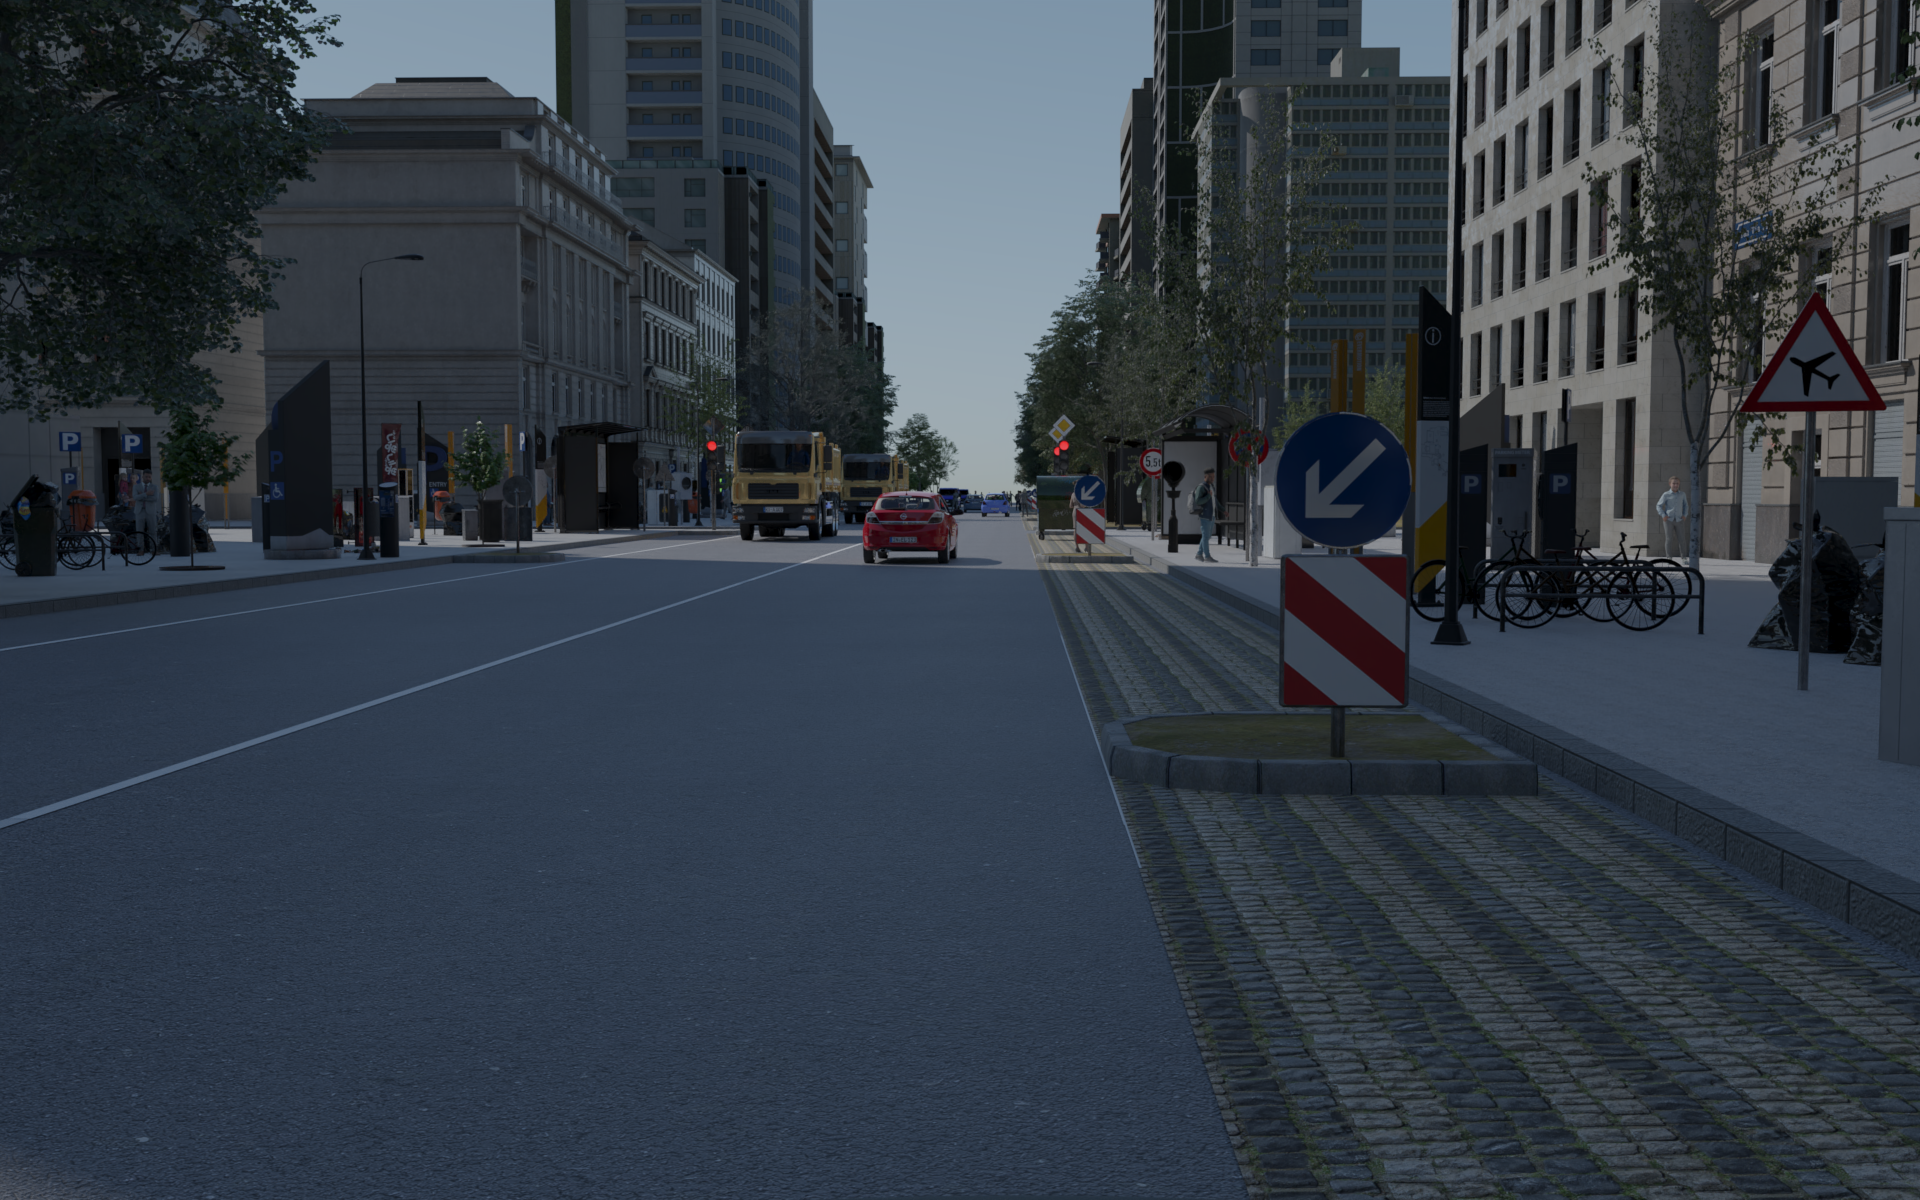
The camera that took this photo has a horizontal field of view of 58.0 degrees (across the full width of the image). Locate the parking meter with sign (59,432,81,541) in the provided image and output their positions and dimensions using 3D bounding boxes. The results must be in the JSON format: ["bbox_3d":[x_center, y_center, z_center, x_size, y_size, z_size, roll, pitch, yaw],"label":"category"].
[{"bbox_3d":[-24.592,-3.154,47.832,0.543,3.016,1.738,-2,4,-24],"label":"parking meter with sign"}]

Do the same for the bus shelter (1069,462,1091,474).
[{"bbox_3d":[7.610,-7.178,111.288,2.014,3.302,5.546,0,4,2],"label":"bus shelter"}]

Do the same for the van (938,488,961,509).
[{"bbox_3d":[-1.026,-9.465,159.144,2.240,2.365,5.245,0,4,3],"label":"van"}]

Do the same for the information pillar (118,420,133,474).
[{"bbox_3d":[-26.626,-3.912,55.321,0.183,3.616,0.504,2,4,25],"label":"information pillar"}]

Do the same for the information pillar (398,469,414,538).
[{"bbox_3d":[-16.147,-2.813,50.488,0.304,2.012,0.304,1,4,20],"label":"information pillar"}]

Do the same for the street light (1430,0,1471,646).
[{"bbox_3d":[3.659,-2.577,14.670,1.470,5.913,1.316,0,4,2],"label":"street light"}]

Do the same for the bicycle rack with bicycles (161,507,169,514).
[{"bbox_3d":[-22.129,-2.095,47.642,2.852,0.926,2.925,1,4,8],"label":"bicycle rack with bicycles"}]

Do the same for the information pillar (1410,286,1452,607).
[{"bbox_3d":[5.393,-1.730,19.633,0.504,3.616,0.183,-1,4,-16],"label":"information pillar"}]

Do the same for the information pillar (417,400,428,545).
[{"bbox_3d":[-13.513,-3.190,43.505,0.183,3.616,0.504,0,4,-7],"label":"information pillar"}]

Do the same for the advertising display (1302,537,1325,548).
[{"bbox_3d":[8.186,-2.184,40.918,0.974,1.923,0.123,0,4,-4],"label":"advertising display"}]

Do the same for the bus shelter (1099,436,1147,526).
[{"bbox_3d":[6.840,-4.981,72.725,1.731,3.624,6.357,0,4,2],"label":"bus shelter"}]

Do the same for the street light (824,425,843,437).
[{"bbox_3d":[-8.509,-8.767,115.878,1.470,5.913,1.316,0,4,2],"label":"street light"}]

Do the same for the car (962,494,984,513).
[{"bbox_3d":[1.145,-7.537,135.239,2.014,1.417,4.499,0,3,0],"label":"car"}]

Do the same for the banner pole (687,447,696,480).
[{"bbox_3d":[-14.213,-6.216,91.646,0.401,3.779,0.863,2,4,25],"label":"banner pole"}]

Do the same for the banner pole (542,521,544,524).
[{"bbox_3d":[-17.630,-5.097,73.356,0.401,3.779,0.863,0,4,5],"label":"banner pole"}]

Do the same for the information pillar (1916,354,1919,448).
[{"bbox_3d":[13.517,-1.995,23.975,0.504,3.616,0.183,3,5,39],"label":"information pillar"}]

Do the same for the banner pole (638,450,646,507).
[{"bbox_3d":[-18.166,-6.674,99.144,0.401,3.779,0.863,2,4,32],"label":"banner pole"}]

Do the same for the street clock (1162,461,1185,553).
[{"bbox_3d":[4.660,-2.034,37.827,0.471,2.002,0.358,2,4,23],"label":"street clock"}]

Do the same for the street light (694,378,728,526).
[{"bbox_3d":[-9.942,-5.919,69.323,1.470,5.913,1.316,0,4,2],"label":"street light"}]

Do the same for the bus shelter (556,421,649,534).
[{"bbox_3d":[-12.110,-4.144,59.045,1.731,3.624,6.357,0,4,2],"label":"bus shelter"}]

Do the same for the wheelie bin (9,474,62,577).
[{"bbox_3d":[-14.486,-1.178,27.176,0.693,1.594,0.980,-2,4,-24],"label":"wheelie bin"}]

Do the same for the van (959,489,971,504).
[{"bbox_3d":[0.173,-11.829,197.792,2.240,2.365,5.245,0,4,2],"label":"van"}]

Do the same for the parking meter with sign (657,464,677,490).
[{"bbox_3d":[-17.097,-6.334,99.813,0.543,3.016,1.738,2,4,30],"label":"parking meter with sign"}]

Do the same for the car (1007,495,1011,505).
[{"bbox_3d":[4.654,-11.136,191.858,2.009,1.686,4.222,0,4,3],"label":"car"}]

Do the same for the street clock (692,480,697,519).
[{"bbox_3d":[-13.671,-5.175,89.183,0.471,2.002,0.358,-3,5,-39],"label":"street clock"}]

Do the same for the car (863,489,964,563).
[{"bbox_3d":[-1.024,-1.727,37.273,2.155,1.783,4.494,0,4,3],"label":"car"}]

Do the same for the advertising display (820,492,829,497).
[{"bbox_3d":[-9.025,-6.686,114.530,0.974,1.923,0.123,3,5,42],"label":"advertising display"}]

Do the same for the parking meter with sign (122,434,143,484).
[{"bbox_3d":[-24.359,-3.363,51.248,0.543,3.016,1.738,-1,4,-19],"label":"parking meter with sign"}]

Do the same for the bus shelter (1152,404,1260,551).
[{"bbox_3d":[5.852,-2.924,41.725,2.014,3.302,5.546,0,4,2],"label":"bus shelter"}]

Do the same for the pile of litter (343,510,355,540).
[{"bbox_3d":[-17.213,-2.129,48.771,1.719,0.858,1.176,2,4,24],"label":"pile of litter"}]

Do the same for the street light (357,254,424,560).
[{"bbox_3d":[-11.058,-3.738,33.654,1.470,5.913,1.316,0,4,2],"label":"street light"}]

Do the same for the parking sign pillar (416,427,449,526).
[{"bbox_3d":[-21.193,-4.976,69.826,1.447,3.967,1.447,-1,4,-10],"label":"parking sign pillar"}]

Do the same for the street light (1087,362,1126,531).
[{"bbox_3d":[5.159,-5.409,60.986,1.470,5.913,1.316,0,4,2],"label":"street light"}]

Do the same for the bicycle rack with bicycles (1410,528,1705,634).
[{"bbox_3d":[5.908,-0.220,16.979,2.925,0.926,2.852,1,4,10],"label":"bicycle rack with bicycles"}]

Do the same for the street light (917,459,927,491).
[{"bbox_3d":[-5.116,-15.683,228.952,1.470,5.913,1.316,0,4,2],"label":"street light"}]

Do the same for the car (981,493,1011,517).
[{"bbox_3d":[2.268,-6.110,109.493,1.945,1.707,3.694,0,4,4],"label":"car"}]

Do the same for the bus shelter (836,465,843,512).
[{"bbox_3d":[-9.673,-8.985,124.529,2.179,5.291,8.768,0,4,2],"label":"bus shelter"}]

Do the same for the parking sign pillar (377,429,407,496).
[{"bbox_3d":[-23.788,-5.141,72.534,1.447,3.967,1.447,2,4,29],"label":"parking sign pillar"}]

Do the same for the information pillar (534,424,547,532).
[{"bbox_3d":[-14.128,-4.098,58.352,0.183,3.616,0.504,2,4,27],"label":"information pillar"}]

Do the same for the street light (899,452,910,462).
[{"bbox_3d":[-6.195,-13.437,192.227,1.470,5.913,1.316,0,4,2],"label":"street light"}]

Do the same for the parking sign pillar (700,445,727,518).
[{"bbox_3d":[-13.305,-6.413,93.327,1.447,3.967,1.447,1,4,22],"label":"parking sign pillar"}]

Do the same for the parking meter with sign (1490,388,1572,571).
[{"bbox_3d":[9.300,-2.009,29.110,1.738,3.016,0.543,2,4,26],"label":"parking meter with sign"}]

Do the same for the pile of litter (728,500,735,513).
[{"bbox_3d":[-15.097,-6.265,116.391,1.176,0.858,1.719,0,4,5],"label":"pile of litter"}]

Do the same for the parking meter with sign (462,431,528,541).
[{"bbox_3d":[-12.879,-3.161,47.948,1.738,3.016,0.543,-2,4,-30],"label":"parking meter with sign"}]

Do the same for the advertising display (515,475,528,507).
[{"bbox_3d":[-15.396,-3.352,60.014,0.974,1.923,0.123,2,4,24],"label":"advertising display"}]

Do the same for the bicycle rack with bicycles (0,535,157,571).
[{"bbox_3d":[-15.612,-1.000,29.736,2.925,0.926,2.852,-1,4,-13],"label":"bicycle rack with bicycles"}]
